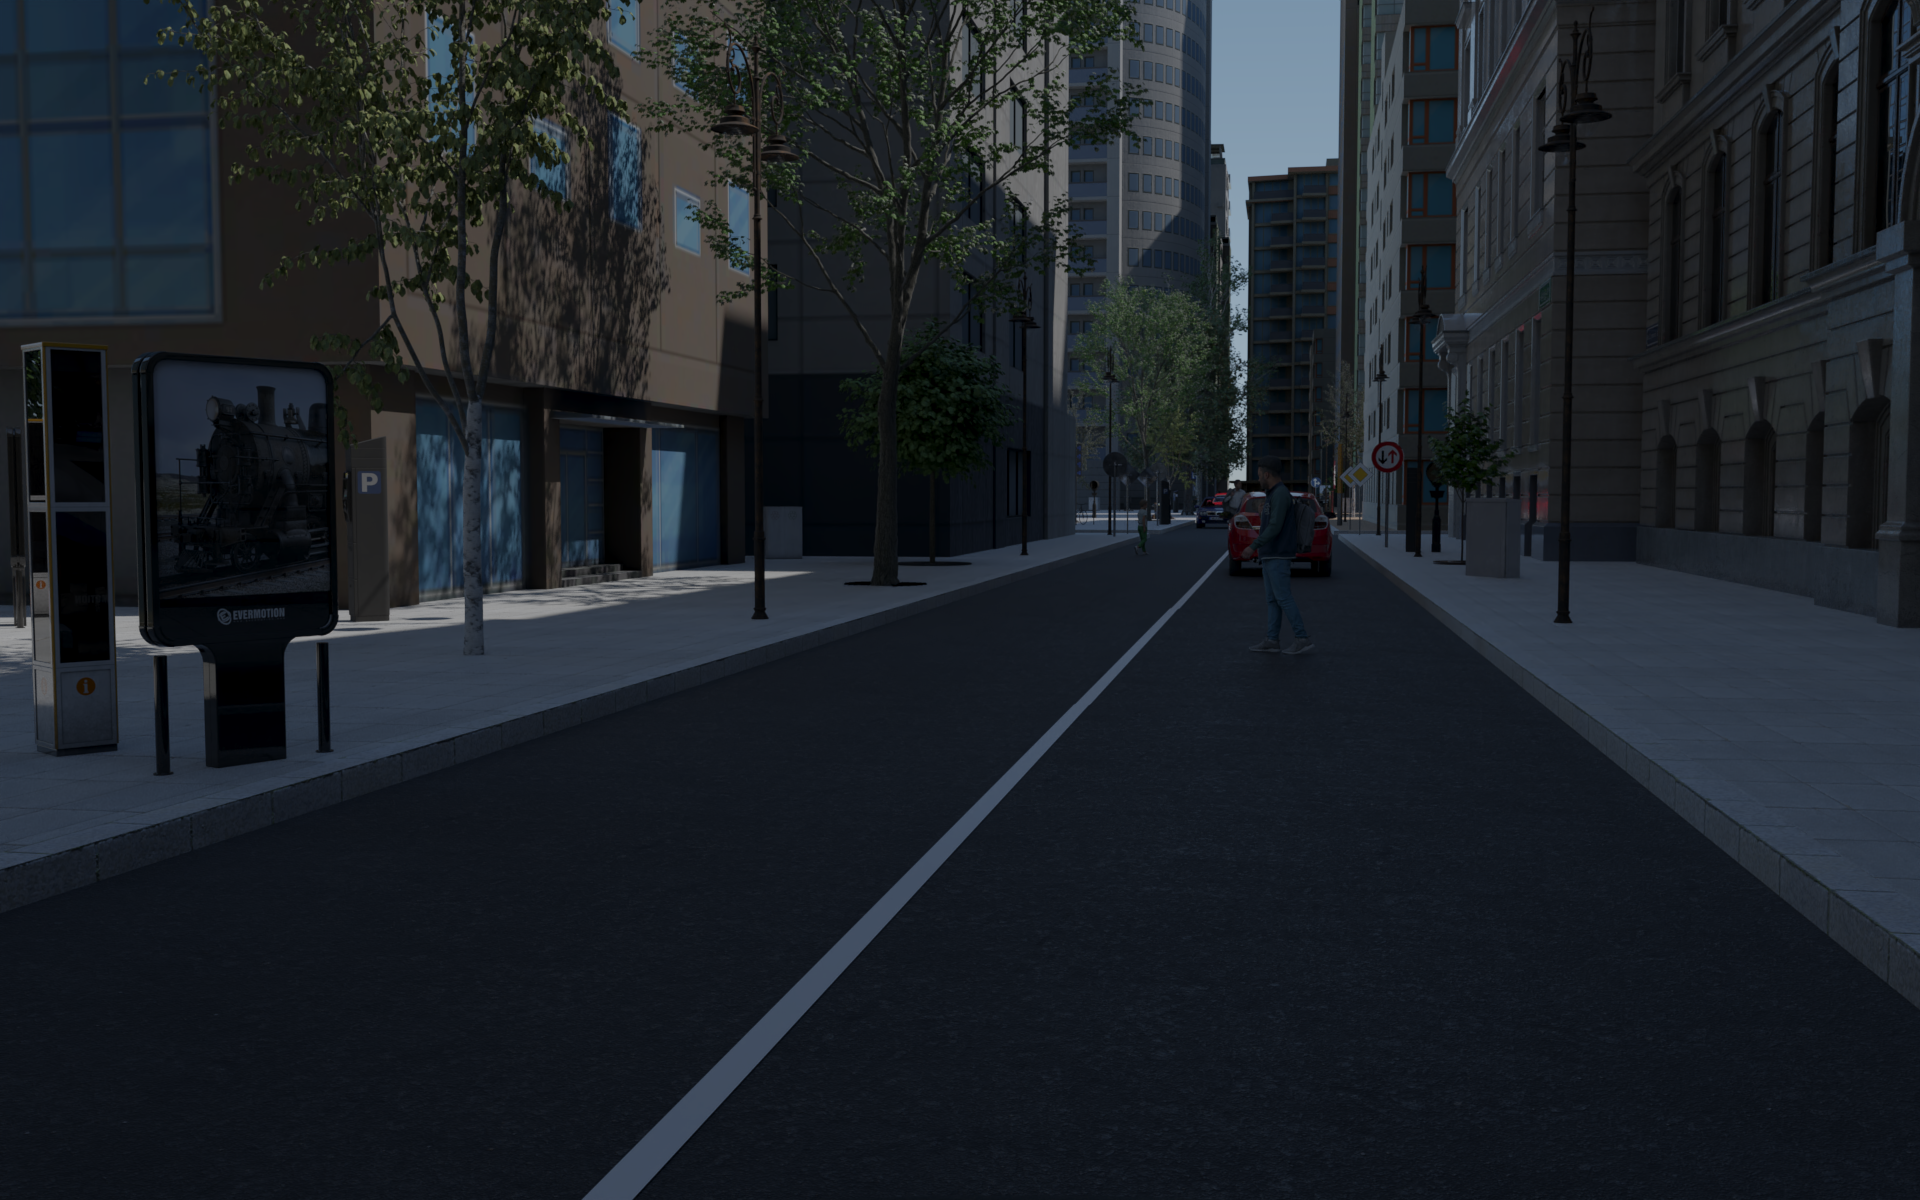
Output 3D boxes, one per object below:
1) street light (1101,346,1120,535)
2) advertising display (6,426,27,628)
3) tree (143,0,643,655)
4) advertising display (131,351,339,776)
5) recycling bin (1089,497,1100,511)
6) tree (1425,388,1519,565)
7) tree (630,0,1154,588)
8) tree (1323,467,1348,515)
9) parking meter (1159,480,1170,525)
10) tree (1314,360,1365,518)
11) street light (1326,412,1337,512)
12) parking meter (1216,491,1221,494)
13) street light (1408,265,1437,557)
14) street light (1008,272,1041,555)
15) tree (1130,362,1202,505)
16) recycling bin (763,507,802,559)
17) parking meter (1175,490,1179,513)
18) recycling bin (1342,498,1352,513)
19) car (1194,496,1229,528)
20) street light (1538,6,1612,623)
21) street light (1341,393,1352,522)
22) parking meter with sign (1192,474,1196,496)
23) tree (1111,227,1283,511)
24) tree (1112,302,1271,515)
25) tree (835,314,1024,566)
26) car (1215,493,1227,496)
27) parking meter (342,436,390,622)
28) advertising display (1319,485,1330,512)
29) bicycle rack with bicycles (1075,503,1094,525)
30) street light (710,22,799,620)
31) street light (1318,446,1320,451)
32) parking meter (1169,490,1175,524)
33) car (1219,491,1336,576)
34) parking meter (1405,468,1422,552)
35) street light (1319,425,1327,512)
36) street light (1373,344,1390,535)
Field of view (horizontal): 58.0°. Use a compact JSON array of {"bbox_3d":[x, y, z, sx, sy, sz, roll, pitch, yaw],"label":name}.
[{"bbox_3d":[4.690,-4.971,54.068,0.468,5.910,1.993,1,4,11],"label":"street light"},{"bbox_3d":[-9.196,-0.714,16.893,0.123,1.923,0.974,-2,4,-28],"label":"advertising display"},{"bbox_3d":[-4.074,-3.875,13.722,4.737,8.622,4.395,0,3,0],"label":"tree"},{"bbox_3d":[-3.406,-0.183,8.212,0.123,1.923,0.974,2,4,34],"label":"advertising display"},{"bbox_3d":[10.266,-7.325,132.315,0.722,1.027,0.722,1,4,19],"label":"recycling bin"},{"bbox_3d":[9.331,-2.264,31.626,1.663,3.219,1.824,0,3,0],"label":"tree"},{"bbox_3d":[-0.910,-6.003,23.901,9.928,11.665,9.643,0,3,0],"label":"tree"},{"bbox_3d":[23.502,-6.866,106.861,1.663,3.219,1.824,0,3,0],"label":"tree"},{"bbox_3d":[8.539,-4.074,72.314,0.399,1.863,0.255,-1,4,-17],"label":"parking meter"},{"bbox_3d":[21.400,-8.797,94.199,4.360,8.622,3.978,0,3,0],"label":"tree"},{"bbox_3d":[21.171,-7.666,98.132,0.468,5.910,1.993,1,4,11],"label":"street light"},{"bbox_3d":[19.915,-7.658,133.625,0.372,1.533,0.369,0,3,0],"label":"parking meter"},{"bbox_3d":[9.344,-3.814,35.154,0.468,5.910,1.993,1,4,11],"label":"street light"},{"bbox_3d":[1.351,-3.875,36.143,0.468,5.910,1.993,1,4,11],"label":"street light"},{"bbox_3d":[11.429,-8.835,94.816,4.737,8.622,4.395,0,3,0],"label":"tree"},{"bbox_3d":[-3.542,-1.337,34.412,0.722,1.027,0.722,-1,4,-15],"label":"recycling bin"},{"bbox_3d":[14.814,-6.759,118.916,0.372,1.533,0.369,0,3,0],"label":"parking meter"},{"bbox_3d":[25.706,-6.305,115.648,0.722,1.027,0.722,0,4,-2],"label":"recycling bin"},{"bbox_3d":[10.944,-3.721,73.419,1.945,1.354,3.894,1,4,11],"label":"car"},{"bbox_3d":[6.008,-2.709,17.077,0.468,5.910,1.993,1,4,11],"label":"street light"},{"bbox_3d":[17.746,-6.535,79.639,0.468,5.910,1.993,1,4,11],"label":"street light"},{"bbox_3d":[18.551,-8.551,136.077,0.543,3.016,1.738,1,4,14],"label":"parking meter with sign"},{"bbox_3d":[16.963,-16.505,125.751,12.611,20.169,13.585,0,3,0],"label":"tree"},{"bbox_3d":[13.720,-11.418,103.698,9.611,12.733,9.660,0,3,0],"label":"tree"},{"bbox_3d":[-0.424,-2.914,31.366,4.285,4.588,4.351,0,3,0],"label":"tree"},{"bbox_3d":[13.865,-4.930,89.641,2.155,1.783,4.494,1,4,11],"label":"car"},{"bbox_3d":[-5.988,-0.718,17.454,0.399,1.863,0.255,-2,4,-31],"label":"parking meter"},{"bbox_3d":[25.843,-7.172,122.471,0.974,1.923,0.123,3,5,45],"label":"advertising display"},{"bbox_3d":[4.237,-3.610,72.413,2.852,0.926,2.925,2,4,30],"label":"bicycle rack with bicycles"},{"bbox_3d":[-2.053,-2.741,17.602,0.468,5.910,1.993,1,4,11],"label":"street light"},{"bbox_3d":[28.019,-9.908,134.775,0.468,5.910,1.993,1,4,11],"label":"street light"},{"bbox_3d":[8.817,-4.005,73.893,0.372,1.533,0.369,0,3,0],"label":"parking meter"},{"bbox_3d":[5.828,-1.389,31.749,2.155,1.783,4.494,1,4,9],"label":"car"},{"bbox_3d":[10.061,-1.999,38.389,0.255,1.863,0.399,2,4,31],"label":"parking meter"},{"bbox_3d":[24.541,-8.762,116.051,0.468,5.910,1.993,1,4,11],"label":"street light"},{"bbox_3d":[12.984,-4.940,53.564,0.468,5.910,1.993,1,4,11],"label":"street light"}]
